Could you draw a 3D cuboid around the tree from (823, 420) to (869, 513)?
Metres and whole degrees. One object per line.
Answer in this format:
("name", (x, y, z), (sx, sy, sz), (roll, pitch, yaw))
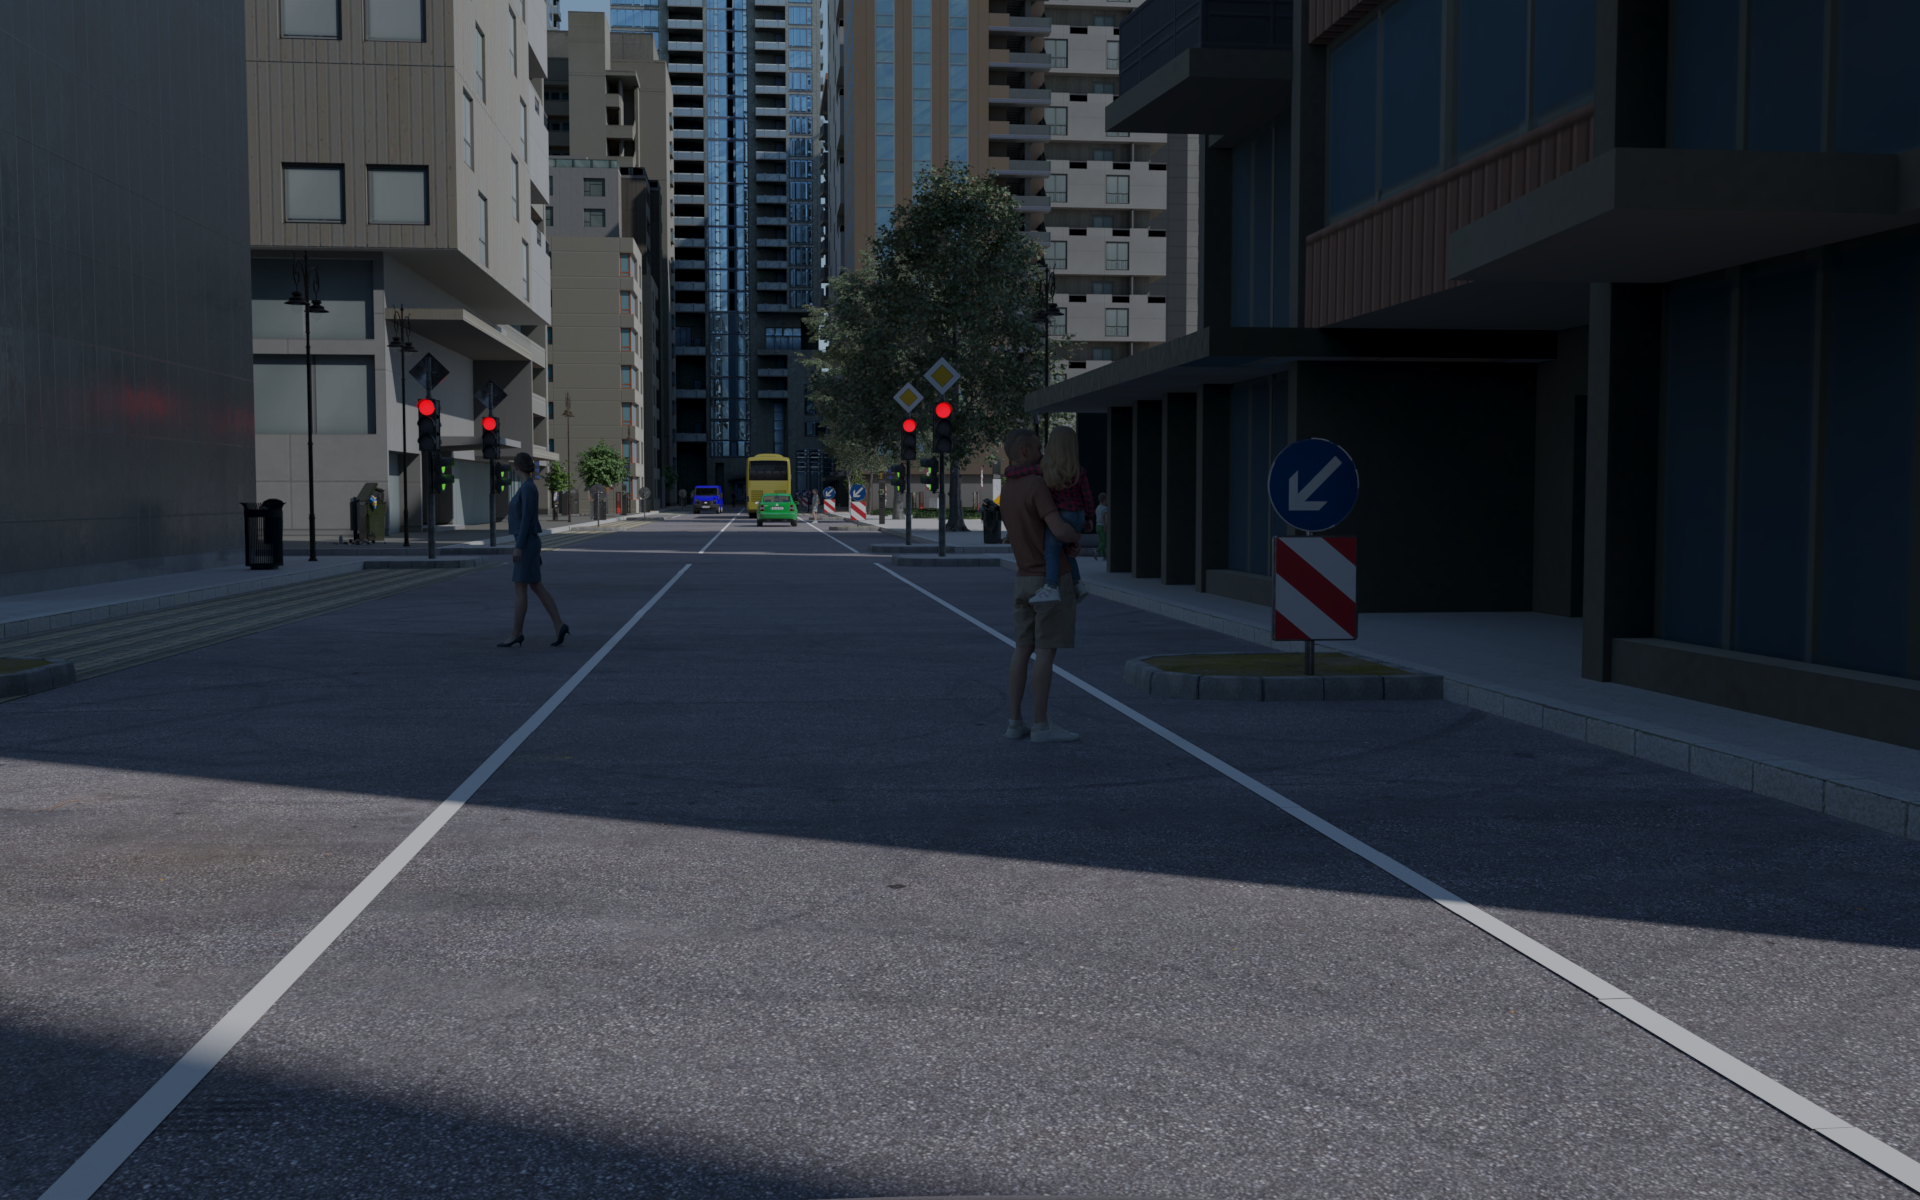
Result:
("tree", (-7.203, -10.124, 115.888), (4.360, 8.622, 3.978), (0, 3, 0))

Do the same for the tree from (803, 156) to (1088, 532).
("tree", (-0.228, -8.682, 58.958), (9.611, 12.733, 9.660), (0, 3, 0))

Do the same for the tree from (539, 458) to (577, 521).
("tree", (-18.964, -5.321, 81.597), (1.663, 3.219, 1.824), (0, 3, 0))

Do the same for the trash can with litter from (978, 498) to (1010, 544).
("trash can with litter", (1.027, -2.041, 44.754), (1.055, 1.170, 0.624), (-2, 4, -26))

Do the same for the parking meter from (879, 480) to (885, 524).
("parking meter", (-3.321, -4.158, 73.698), (0.255, 1.863, 0.399), (0, 4, -3))

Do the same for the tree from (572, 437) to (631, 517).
("tree", (-20.617, -7.075, 99.394), (4.285, 4.588, 4.351), (0, 3, 0))

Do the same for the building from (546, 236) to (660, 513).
("building", (-37.400, -17.414, 129.764), (27.650, 21.520, 28.899), (0, 4, -7))

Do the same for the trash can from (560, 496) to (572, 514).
("trash can", (-24.548, -5.894, 108.022), (0.748, 1.137, 0.748), (0, 3, 0))

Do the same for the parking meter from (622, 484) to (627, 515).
("parking meter", (-20.221, -6.033, 104.356), (0.255, 1.863, 0.399), (0, 4, -5))

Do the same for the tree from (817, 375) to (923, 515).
("tree", (-5.312, -10.566, 107.170), (7.601, 10.594, 8.767), (0, 4, -4))

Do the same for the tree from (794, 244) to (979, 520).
("tree", (-3.195, -10.996, 86.447), (9.857, 13.997, 8.962), (0, 3, 0))

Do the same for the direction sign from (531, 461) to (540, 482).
("direction sign", (-23.692, -6.369, 96.124), (0.379, 3.537, 0.876), (3, 4, 38))

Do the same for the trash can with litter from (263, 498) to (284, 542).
("trash can with litter", (-17.863, -2.046, 44.847), (0.624, 1.170, 1.055), (-2, 4, -27))

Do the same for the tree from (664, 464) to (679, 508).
("tree", (-28.169, -10.990, 163.403), (4.285, 4.588, 4.351), (0, 3, 0))

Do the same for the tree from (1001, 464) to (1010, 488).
("tree", (3.124, -7.007, 109.169), (1.663, 3.219, 1.824), (0, 3, 0))

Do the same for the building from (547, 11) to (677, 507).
("building", (-40.665, -33.980, 179.277), (21.600, 48.544, 21.300), (0, 4, -7))

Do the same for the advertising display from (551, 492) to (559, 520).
("advertising display", (-19.572, -4.802, 83.721), (0.123, 1.923, 0.974), (0, 4, 1))

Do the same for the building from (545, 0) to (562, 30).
("building", (-60.509, -54.626, 205.805), (31.000, 86.520, 22.319), (0, 4, -7))

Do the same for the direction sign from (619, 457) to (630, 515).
("direction sign", (-20.660, -6.975, 106.034), (0.876, 3.537, 0.379), (0, 4, 2))

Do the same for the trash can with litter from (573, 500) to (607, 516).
("trash can with litter", (-21.982, -5.645, 103.360), (2.233, 1.210, 1.678), (0, 4, -8))

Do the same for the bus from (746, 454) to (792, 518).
("bus", (-11.635, -6.965, 105.432), (2.896, 3.916, 12.252), (0, 4, -6))

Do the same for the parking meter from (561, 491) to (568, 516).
("parking meter", (-23.664, -5.994, 103.713), (0.399, 1.863, 0.255), (0, 4, -4))

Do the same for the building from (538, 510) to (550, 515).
("building", (-34.908, -28.807, 94.694), (21.300, 48.544, 21.600), (0, 4, -7))

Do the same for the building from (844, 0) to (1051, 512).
("building", (-1.386, -29.324, 129.553), (14.600, 45.320, 14.200), (0, 4, -7))

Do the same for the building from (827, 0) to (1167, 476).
("building", (2.443, -34.379, 151.327), (28.713, 52.752, 27.495), (0, 4, -7))

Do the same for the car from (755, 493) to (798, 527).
("car", (-8.186, -4.195, 77.387), (1.959, 1.807, 4.718), (0, 4, -6))

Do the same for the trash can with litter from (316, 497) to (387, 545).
("trash can with litter", (-15.510, -2.027, 44.193), (1.678, 1.210, 2.233), (-2, 4, -24))

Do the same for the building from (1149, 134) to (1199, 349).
("building", (18.043, -45.727, 185.895), (20.611, 71.187, 20.563), (0, 4, -7))

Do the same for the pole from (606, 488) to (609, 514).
("pole", (-22.573, -7.147, 110.688), (0.158, 3.312, 0.155), (0, 3, 0))

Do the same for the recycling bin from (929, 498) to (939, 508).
("recycling bin", (-1.490, -6.006, 110.749), (0.722, 1.027, 0.722), (3, 4, 37))

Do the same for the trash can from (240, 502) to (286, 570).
("trash can", (-11.836, -1.088, 29.441), (0.748, 1.137, 0.748), (0, 3, 0))

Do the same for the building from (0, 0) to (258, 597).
("building", (-27.387, -12.577, 24.706), (30.058, 24.678, 14.314), (0, 4, -7))

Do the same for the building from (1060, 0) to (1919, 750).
("building", (13.421, -22.095, 15.884), (22.147, 44.769, 28.867), (0, 4, -7))

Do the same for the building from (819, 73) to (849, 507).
("building", (-3.357, -32.162, 180.475), (22.147, 44.769, 28.867), (0, 4, -7))

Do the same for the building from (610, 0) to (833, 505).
("building", (-29.653, -54.811, 208.827), (31.000, 86.520, 22.319), (0, 4, -7))

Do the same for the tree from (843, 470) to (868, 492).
("tree", (-7.408, -7.720, 120.821), (1.663, 3.219, 1.824), (0, 3, 0))

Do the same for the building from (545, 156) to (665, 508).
("building", (-33.494, -23.254, 151.906), (14.160, 30.474, 14.107), (0, 4, -7))

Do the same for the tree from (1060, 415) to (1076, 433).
("tree", (8.500, -10.156, 116.410), (4.737, 8.622, 4.395), (0, 3, 0))

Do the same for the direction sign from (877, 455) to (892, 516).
("direction sign", (-4.321, -6.573, 99.462), (0.876, 3.537, 0.379), (0, 4, -4))

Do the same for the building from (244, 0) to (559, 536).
("building", (-29.946, -28.942, 62.436), (28.713, 52.752, 27.495), (0, 4, -7))
